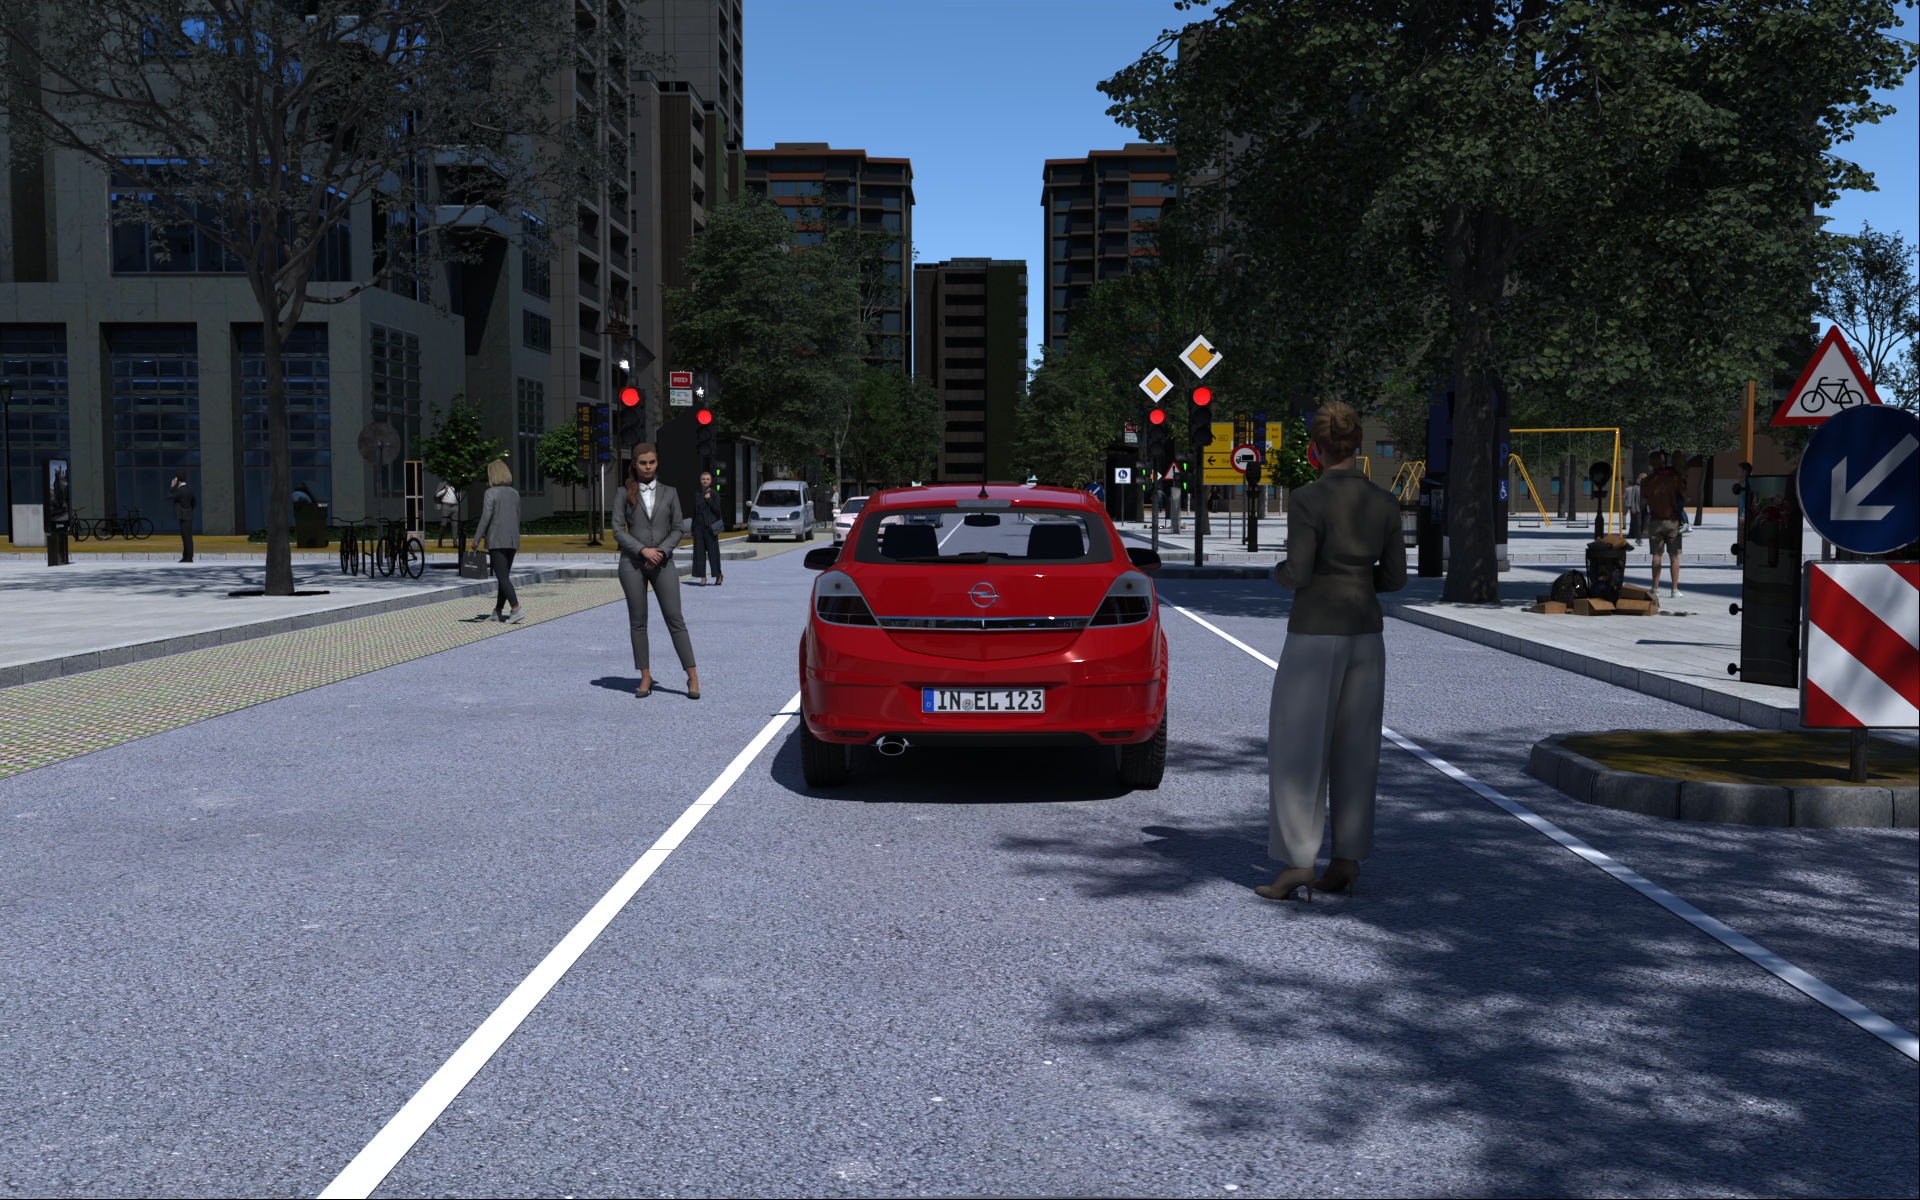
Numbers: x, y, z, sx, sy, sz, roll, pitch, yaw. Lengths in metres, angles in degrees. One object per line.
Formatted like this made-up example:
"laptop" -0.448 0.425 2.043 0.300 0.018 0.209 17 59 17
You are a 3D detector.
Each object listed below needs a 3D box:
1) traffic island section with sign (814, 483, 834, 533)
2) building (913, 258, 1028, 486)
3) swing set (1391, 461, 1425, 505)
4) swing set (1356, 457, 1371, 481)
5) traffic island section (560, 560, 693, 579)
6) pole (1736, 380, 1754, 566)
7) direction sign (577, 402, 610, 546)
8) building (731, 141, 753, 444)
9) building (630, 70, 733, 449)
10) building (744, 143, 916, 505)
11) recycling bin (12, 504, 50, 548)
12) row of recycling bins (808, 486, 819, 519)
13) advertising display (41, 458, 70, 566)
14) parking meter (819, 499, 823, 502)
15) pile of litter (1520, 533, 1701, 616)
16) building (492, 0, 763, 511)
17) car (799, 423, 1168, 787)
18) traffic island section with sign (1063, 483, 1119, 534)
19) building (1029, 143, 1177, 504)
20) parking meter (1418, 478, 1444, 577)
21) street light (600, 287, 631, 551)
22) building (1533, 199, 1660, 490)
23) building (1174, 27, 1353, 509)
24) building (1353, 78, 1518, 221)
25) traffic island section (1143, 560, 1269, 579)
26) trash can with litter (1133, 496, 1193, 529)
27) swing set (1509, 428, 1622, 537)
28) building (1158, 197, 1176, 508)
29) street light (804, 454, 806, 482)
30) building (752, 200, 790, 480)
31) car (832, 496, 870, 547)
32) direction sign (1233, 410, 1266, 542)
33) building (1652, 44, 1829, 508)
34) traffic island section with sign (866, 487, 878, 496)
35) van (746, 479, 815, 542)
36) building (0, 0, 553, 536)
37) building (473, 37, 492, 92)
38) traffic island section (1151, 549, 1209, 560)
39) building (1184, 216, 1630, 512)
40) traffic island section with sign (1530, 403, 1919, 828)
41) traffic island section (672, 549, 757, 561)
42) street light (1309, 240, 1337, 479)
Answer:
"traffic island section with sign" -4.949 -3.393 64.107 1.989 1.847 2.006 0 4 1
"building" 1.254 -27.086 214.560 14.107 30.474 14.160 0 4 1
"swing set" 22.167 -5.329 84.757 2.862 2.851 3.119 0 4 2
"swing set" 15.971 -4.641 73.504 3.119 2.851 2.862 2 4 28
"traffic island section" -5.795 -0.522 30.811 2.009 0.180 2.903 0 4 1
"pole" 14.006 -2.265 30.879 0.158 3.312 0.155 0 3 0
"direction sign" -9.091 -3.119 42.997 0.876 3.537 0.379 -3 5 -40
"building" -24.621 -22.278 135.953 14.160 30.474 14.107 0 4 1
"building" -24.405 -21.417 121.866 14.160 30.474 14.107 0 4 1
"building" -20.308 -34.501 218.707 28.867 44.769 22.147 0 4 1
"recycling bin" -22.356 -1.788 41.795 0.722 1.027 0.722 -1 4 -8
"row of recycling bins" -8.247 -5.128 90.955 1.069 1.692 3.534 -1 4 -20
"advertising display" -16.203 -1.581 31.065 0.123 1.923 0.974 -1 4 -9
"parking meter" -8.486 -5.915 105.120 0.372 1.533 0.369 0 3 0
"pile of litter" 6.972 -0.283 18.594 1.719 0.858 1.176 3 4 36
"building" -27.676 -43.672 152.292 20.563 71.187 20.611 0 4 1
"car" 0.129 -0.056 9.962 2.155 1.783 4.494 0 4 1
"traffic island section with sign" 4.756 -3.340 63.230 1.989 1.847 2.006 0 4 1
"building" 23.156 -34.516 218.962 28.867 44.769 22.147 0 4 1
"parking meter" 7.288 -1.124 26.790 0.372 1.533 0.369 0 3 0
"street light" -7.668 -4.046 38.935 0.468 5.910 1.993 0 4 1
"building" 59.632 -24.396 170.583 14.107 30.474 14.160 0 4 1
"building" 26.269 -28.887 155.901 14.154 41.232 14.086 0 4 1
"building" 45.529 -29.747 169.957 14.086 41.232 14.154 0 4 1
"traffic island section" 4.245 -0.512 30.650 2.009 0.180 2.903 0 4 1
"trash can with litter" 7.498 -3.236 63.962 2.233 1.210 1.678 2 4 24
"swing set" 14.401 -2.691 41.613 3.119 2.851 2.862 2 4 27
"building" 26.415 -24.402 170.674 14.160 30.474 14.107 0 4 1
"street light" -7.068 -6.489 78.888 0.468 5.910 1.993 0 4 1
"building" -24.248 -24.486 172.051 14.107 30.474 14.160 0 4 1
"car" -2.533 -2.228 48.784 2.083 1.381 4.827 0 3 0
"direction sign" 7.789 -3.342 46.638 0.876 3.537 0.379 1 4 22
"building" 74.330 -31.824 170.440 14.200 45.320 14.600 0 4 1
"traffic island section with sign" -4.537 -5.042 91.063 1.989 1.847 2.006 0 4 1
"van" -5.376 -2.770 52.298 2.013 2.044 4.112 0 4 1
"building" -29.087 -46.070 65.910 22.319 86.520 31.000 0 4 1
"building" -28.376 -40.564 101.467 20.563 71.187 20.611 0 4 1
"traffic island section" 4.369 -1.000 38.634 2.009 0.180 2.903 0 4 1
"building" 33.036 -17.731 134.943 27.650 21.520 28.899 0 4 1
"traffic island section with sign" 3.906 0.015 8.379 1.989 1.847 2.006 0 4 1
"traffic island section" -5.671 -1.010 38.795 2.009 0.180 2.903 0 4 1
"street light" 6.237 -3.491 29.861 0.468 5.910 1.993 0 4 1
